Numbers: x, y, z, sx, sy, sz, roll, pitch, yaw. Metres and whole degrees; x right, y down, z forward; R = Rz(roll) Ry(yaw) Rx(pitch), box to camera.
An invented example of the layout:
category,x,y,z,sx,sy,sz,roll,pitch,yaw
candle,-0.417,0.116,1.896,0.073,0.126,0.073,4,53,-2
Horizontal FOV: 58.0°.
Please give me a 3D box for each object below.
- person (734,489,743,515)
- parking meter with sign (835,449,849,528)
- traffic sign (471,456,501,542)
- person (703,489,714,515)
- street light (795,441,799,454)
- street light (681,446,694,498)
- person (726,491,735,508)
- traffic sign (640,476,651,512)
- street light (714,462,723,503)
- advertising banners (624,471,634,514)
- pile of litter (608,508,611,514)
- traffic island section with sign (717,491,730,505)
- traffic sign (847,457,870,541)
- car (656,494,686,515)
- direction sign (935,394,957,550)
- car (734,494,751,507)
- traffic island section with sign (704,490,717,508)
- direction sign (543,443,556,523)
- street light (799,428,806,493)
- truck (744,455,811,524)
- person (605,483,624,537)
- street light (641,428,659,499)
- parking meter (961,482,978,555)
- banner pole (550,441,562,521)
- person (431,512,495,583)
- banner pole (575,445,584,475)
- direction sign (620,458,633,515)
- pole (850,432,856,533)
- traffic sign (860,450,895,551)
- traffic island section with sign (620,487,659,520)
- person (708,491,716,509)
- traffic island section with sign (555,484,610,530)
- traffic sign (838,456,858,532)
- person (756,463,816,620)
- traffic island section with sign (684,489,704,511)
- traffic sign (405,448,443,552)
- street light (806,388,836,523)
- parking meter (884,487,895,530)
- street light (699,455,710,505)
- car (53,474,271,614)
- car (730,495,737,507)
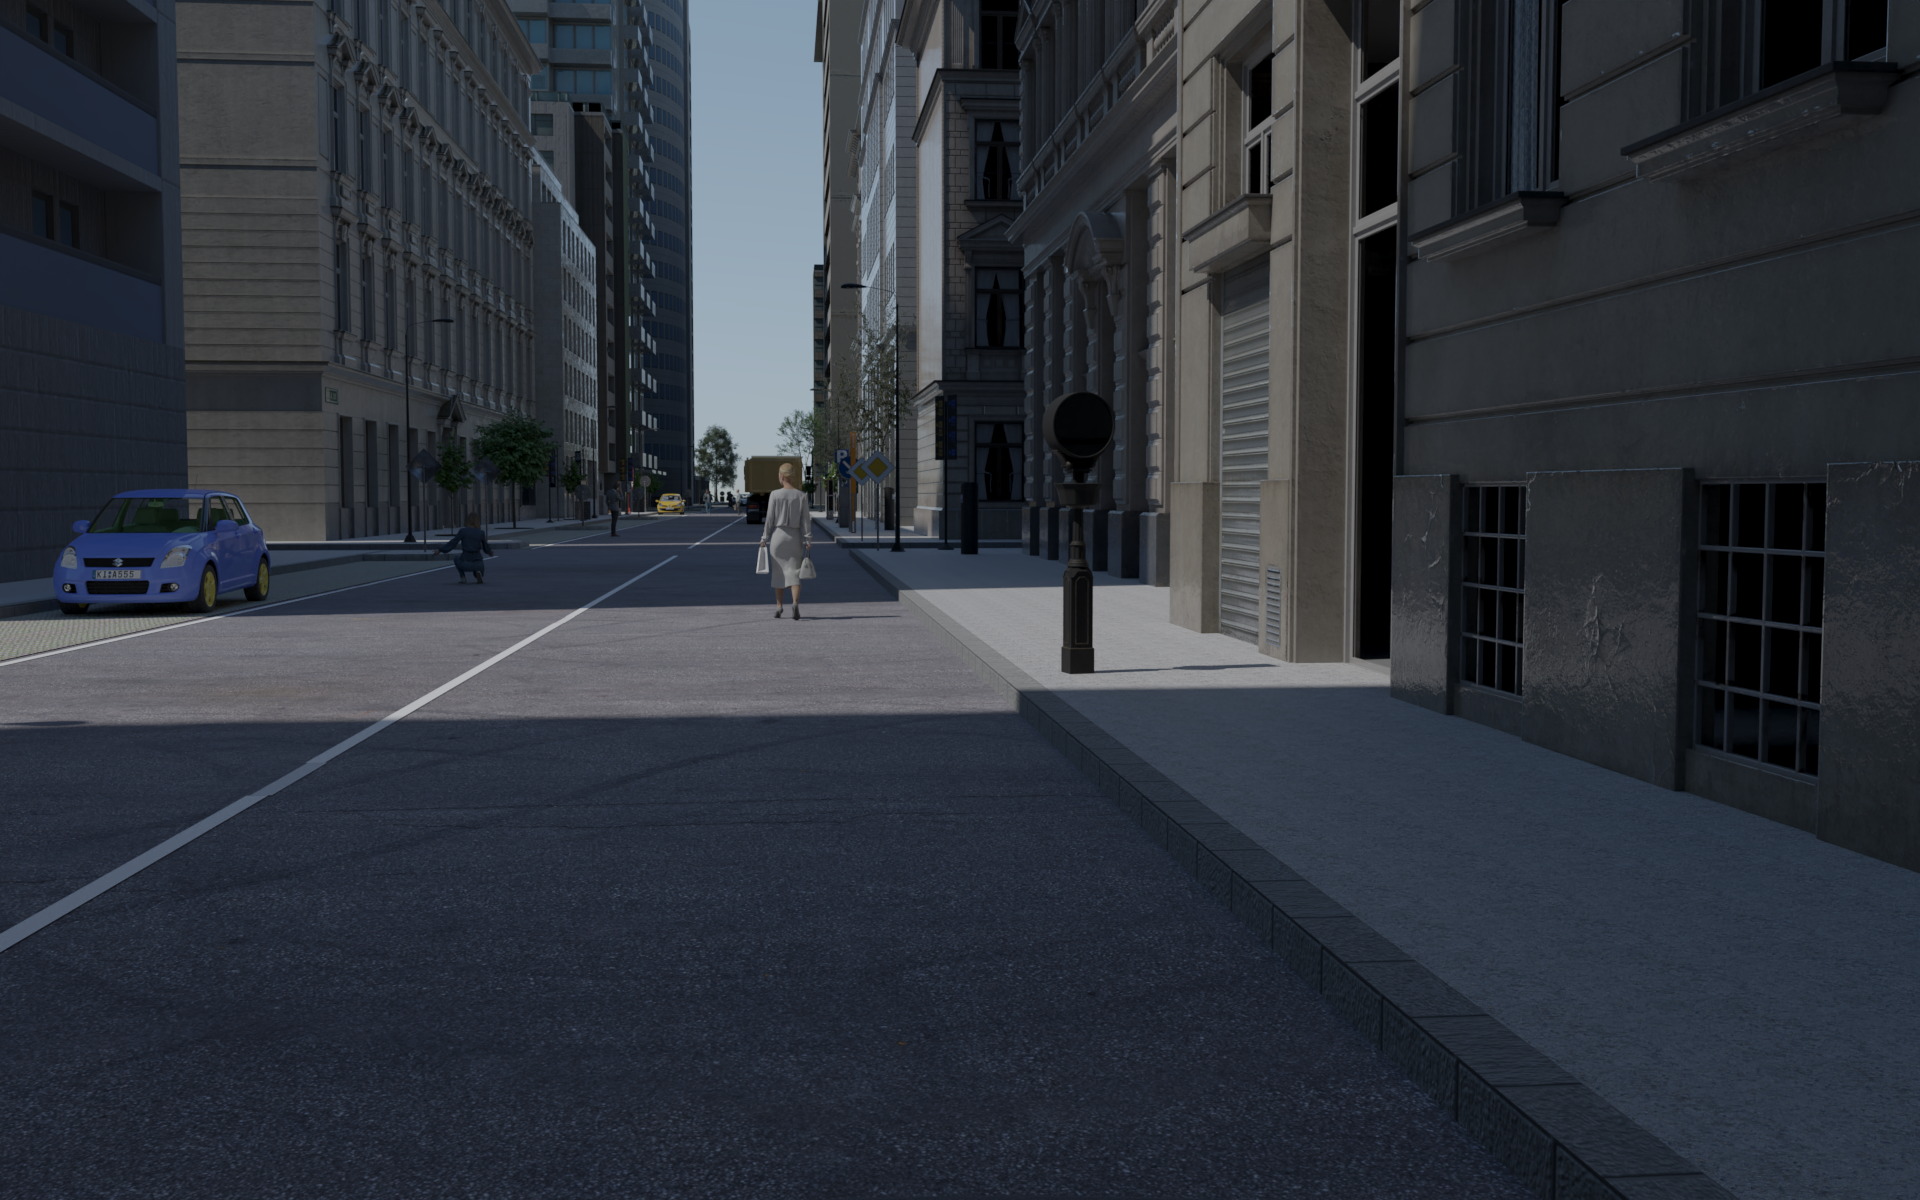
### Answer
category,x,y,z,sx,sy,sz,roll,pitch,yaw
person,-15.016,-6.641,117.570,0.515,1.767,0.782,-1,4,-18
parking meter with sign,-4.490,-4.301,66.580,0.543,3.016,1.738,0,4,-7
traffic sign,-12.616,-2.599,46.129,0.795,2.450,0.064,0,4,-6
person,-17.221,-6.700,118.387,0.623,1.781,0.721,-2,4,-32
street light,-13.493,-10.968,151.869,1.470,5.913,1.316,0,4,-6
street light,-26.391,-11.918,167.407,1.470,5.913,1.316,0,4,-6
person,-23.905,-10.476,180.336,0.990,1.755,0.434,1,4,13
traffic sign,-21.901,-7.365,120.520,0.768,2.556,0.104,0,4,1
street light,-34.892,-16.964,249.902,1.470,5.913,1.316,0,4,-6
advertising banners,-21.508,-7.121,112.617,0.090,3.025,2.074,-2,4,-26
pile of litter,-23.758,-6.232,115.859,1.176,0.858,1.719,0,4,-7
traffic island section with sign,-31.071,-13.353,226.944,1.989,1.847,2.006,0,4,-6
traffic sign,-2.671,-2.659,47.118,0.795,2.450,0.064,0,4,-6
car,-19.890,-6.668,119.244,2.015,1.641,3.980,0,4,-7
direction sign,-0.323,-2.920,39.739,0.379,3.537,0.876,-2,4,-33
car,-21.645,-9.930,174.156,2.131,1.459,4.920,0,4,-6
traffic island section with sign,-25.523,-10.026,172.552,1.989,1.847,2.006,0,4,-6
direction sign,-18.354,-5.226,77.442,0.379,3.537,0.876,1,4,23
street light,-10.307,-9.098,121.299,1.470,5.913,1.316,0,4,-6
truck,-9.150,-5.497,85.800,3.469,3.379,9.791,0,4,-4
person,-11.653,-3.044,58.450,0.473,1.802,0.592,-3,5,-39
street light,-21.880,-9.139,121.958,1.470,5.913,1.316,0,4,-6
parking meter,0.203,-1.741,36.883,0.372,1.533,0.369,0,3,0
banner pole,-19.209,-5.633,82.121,0.863,3.779,0.401,3,5,42
person,-7.980,-0.849,27.879,1.012,1.151,0.738,-1,4,-21
banner pole,-19.292,-5.994,88.021,0.863,3.779,0.401,3,4,36
direction sign,-20.717,-7.069,107.580,0.876,3.537,0.379,-3,4,-37
pole,-3.507,-3.854,56.848,0.158,3.312,0.155,0,3,0
traffic sign,-1.861,-2.173,39.174,0.795,2.450,0.064,0,4,-6
traffic island section with sign,-17.679,-5.317,95.554,1.989,1.847,2.006,0,4,-6
person,-23.259,-9.285,161.018,1.217,1.736,0.721,-1,4,-11
traffic island section with sign,-14.949,-3.676,68.737,1.989,1.847,2.006,0,4,-6
traffic sign,-3.712,-3.560,58.311,0.768,2.556,0.104,0,4,-1
person,-1.999,-0.667,19.758,0.694,1.780,0.624,0,4,1
traffic island section with sign,-22.798,-8.386,145.735,1.989,1.847,2.006,0,4,-6
traffic sign,-11.806,-2.113,38.185,0.795,2.450,0.064,0,4,-6
street light,-5.878,-6.331,76.058,1.470,5.913,1.316,0,4,-6
parking meter,-2.492,-3.231,61.245,0.372,1.533,0.369,0,3,0
street light,-30.223,-14.198,204.685,1.470,5.913,1.316,0,4,-6
car,-9.950,-0.743,21.735,1.945,1.707,3.694,0,4,-7
car,-25.110,-11.171,195.225,1.945,1.354,3.894,0,4,-7
